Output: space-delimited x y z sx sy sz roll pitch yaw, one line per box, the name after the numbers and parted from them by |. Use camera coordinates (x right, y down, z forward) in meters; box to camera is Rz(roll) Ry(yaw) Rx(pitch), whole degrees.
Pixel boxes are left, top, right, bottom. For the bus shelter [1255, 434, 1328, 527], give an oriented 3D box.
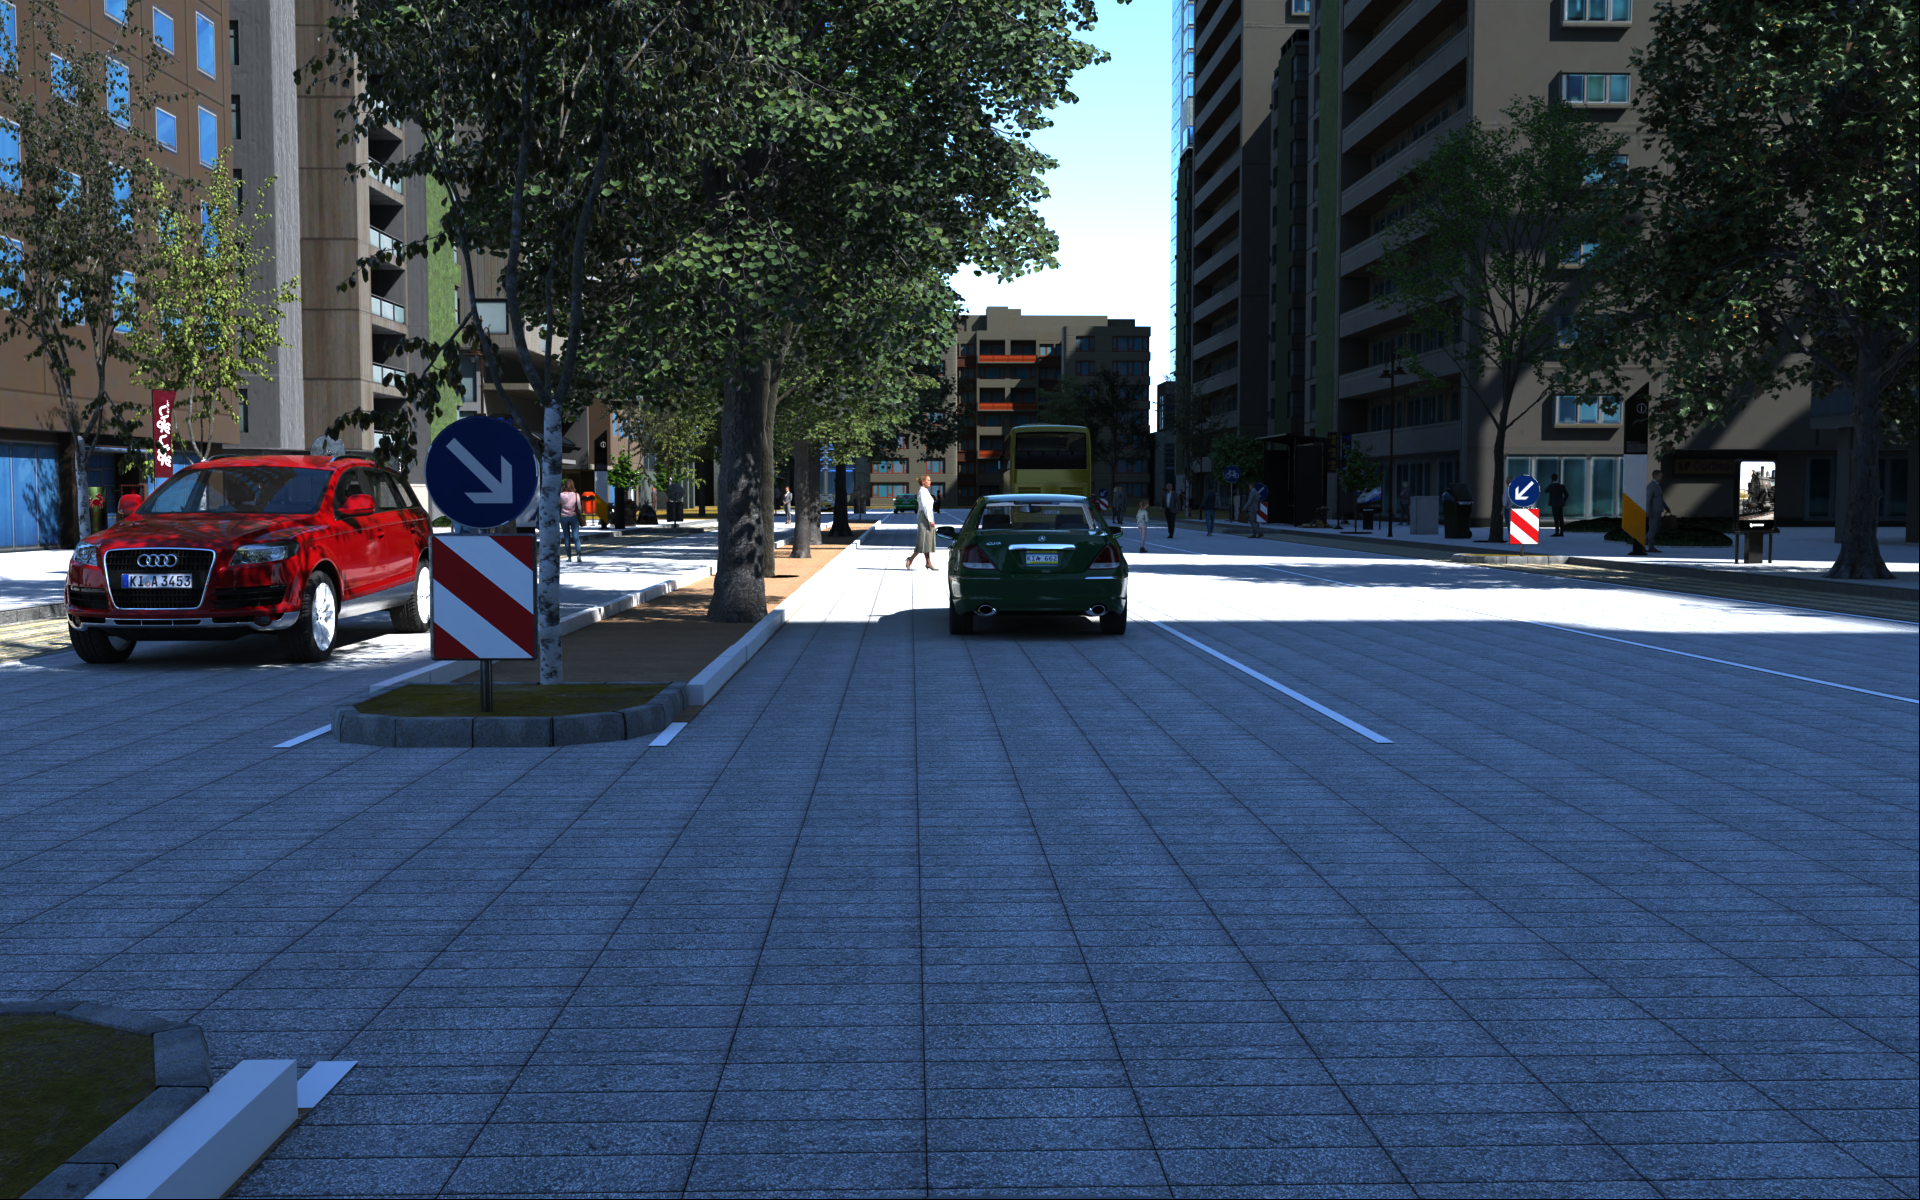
13.427 -4.837 70.370 1.731 3.624 6.357 0 4 -2 | bus shelter

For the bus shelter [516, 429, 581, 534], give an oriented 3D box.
-13.836 -3.817 56.327 2.014 3.302 5.546 0 4 -2 | bus shelter

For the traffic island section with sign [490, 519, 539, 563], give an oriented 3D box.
-9.721 -1.701 36.443 1.989 1.847 2.006 0 4 -2 | traffic island section with sign

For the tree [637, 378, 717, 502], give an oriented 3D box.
-13.727 -8.086 82.570 4.737 8.622 4.395 0 3 0 | tree

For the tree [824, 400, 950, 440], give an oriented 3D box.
-4.549 -8.003 67.718 8.767 10.594 7.601 0 4 -2 | tree

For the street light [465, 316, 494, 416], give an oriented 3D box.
-12.401 -4.417 45.006 0.468 5.910 1.993 0 4 -2 | street light

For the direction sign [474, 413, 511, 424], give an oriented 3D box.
-13.212 -3.468 48.697 0.876 3.537 0.379 0 4 6 | direction sign

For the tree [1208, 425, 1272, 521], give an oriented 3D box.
13.254 -6.017 82.093 4.285 4.588 4.351 0 3 0 | tree

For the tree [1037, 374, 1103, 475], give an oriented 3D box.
10.173 -15.018 163.665 7.486 12.596 7.792 0 3 0 | tree

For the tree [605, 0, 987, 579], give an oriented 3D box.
-3.234 -6.174 29.158 9.928 11.665 9.643 0 3 0 | tree

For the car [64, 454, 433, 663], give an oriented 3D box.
-6.479 -0.471 16.381 2.281 1.827 5.304 0 4 -2 | car

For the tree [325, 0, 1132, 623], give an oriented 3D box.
-2.506 -6.729 19.130 9.857 13.997 8.962 0 3 0 | tree

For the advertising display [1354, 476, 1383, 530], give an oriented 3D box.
14.704 -3.497 62.381 0.974 1.923 0.123 0 4 8 | advertising display

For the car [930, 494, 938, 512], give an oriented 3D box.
-2.668 -7.991 140.446 2.009 1.686 4.222 0 4 -1 | car

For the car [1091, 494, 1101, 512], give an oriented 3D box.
7.010 -5.513 99.179 2.155 1.783 4.494 0 4 -1 | car

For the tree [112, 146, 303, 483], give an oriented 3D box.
-16.304 -5.309 37.172 4.737 8.622 4.395 0 3 0 | tree

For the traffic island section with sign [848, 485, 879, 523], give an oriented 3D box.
-4.982 -4.753 85.843 2.006 1.907 1.989 0 4 -2 | traffic island section with sign

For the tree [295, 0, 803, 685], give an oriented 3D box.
-2.788 -3.601 11.698 4.360 8.622 3.978 0 3 0 | tree

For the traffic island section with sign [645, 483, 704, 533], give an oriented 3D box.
-10.511 -3.381 63.903 1.989 1.847 2.006 0 4 -2 | traffic island section with sign

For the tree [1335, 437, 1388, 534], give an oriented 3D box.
12.728 -3.755 55.996 1.663 3.219 1.824 0 3 0 | tree

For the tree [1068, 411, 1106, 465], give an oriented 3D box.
10.299 -12.029 147.042 4.360 8.622 3.978 0 3 0 | tree

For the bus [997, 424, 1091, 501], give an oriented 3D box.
2.839 -4.175 59.801 2.896 3.916 12.252 0 4 0 | bus

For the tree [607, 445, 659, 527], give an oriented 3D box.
-13.184 -4.507 68.283 1.663 3.219 1.824 0 3 0 | tree

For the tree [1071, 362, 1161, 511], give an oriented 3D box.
10.676 -11.538 123.053 7.601 10.594 8.767 -1 4 -21 | tree

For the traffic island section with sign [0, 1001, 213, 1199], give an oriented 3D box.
-2.593 0.294 3.332 2.006 1.907 1.989 0 4 -2 | traffic island section with sign

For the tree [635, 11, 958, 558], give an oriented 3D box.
-3.648 -7.218 38.606 7.486 12.596 7.792 0 3 0 | tree

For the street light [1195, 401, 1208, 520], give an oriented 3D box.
11.972 -6.920 85.930 0.468 5.910 1.993 0 4 -2 | street light

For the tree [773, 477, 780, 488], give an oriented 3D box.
-16.312 -9.374 147.869 1.663 3.219 1.824 0 3 0 | tree

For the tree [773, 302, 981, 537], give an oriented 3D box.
-4.033 -8.483 58.164 9.611 12.733 9.660 0 3 0 | tree

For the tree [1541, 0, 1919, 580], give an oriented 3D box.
13.857 -6.669 26.054 9.611 12.733 9.660 0 3 0 | tree

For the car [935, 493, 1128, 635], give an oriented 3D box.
0.788 -0.446 19.083 2.131 1.459 4.920 0 4 0 | car

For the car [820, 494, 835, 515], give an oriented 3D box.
-9.440 -6.767 120.866 2.015 1.641 3.980 0 4 -2 | car

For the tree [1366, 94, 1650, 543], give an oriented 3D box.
14.306 -7.318 45.407 9.928 11.665 9.643 0 3 0 | tree

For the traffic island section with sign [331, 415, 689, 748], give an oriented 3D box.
-2.798 -0.159 10.736 2.006 1.907 1.989 0 4 -2 | traffic island section with sign

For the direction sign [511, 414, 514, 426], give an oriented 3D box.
-13.062 -3.516 49.491 0.876 3.537 0.379 2 4 29 | direction sign

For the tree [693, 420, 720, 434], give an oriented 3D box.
-15.016 -13.341 128.493 12.009 13.543 11.850 0 3 0 | tree

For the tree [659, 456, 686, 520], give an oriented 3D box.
-14.808 -5.682 87.501 1.663 3.219 1.824 0 3 0 | tree

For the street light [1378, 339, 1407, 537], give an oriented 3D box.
12.914 -4.834 51.818 0.468 5.910 1.993 0 4 -2 | street light

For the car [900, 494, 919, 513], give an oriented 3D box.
-3.743 -7.614 134.269 2.009 1.686 4.222 0 4 0 | car

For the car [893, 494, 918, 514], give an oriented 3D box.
-4.000 -7.322 128.507 1.959 1.807 4.718 0 4 -1 | car

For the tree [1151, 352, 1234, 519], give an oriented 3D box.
12.140 -8.569 90.466 4.360 8.622 3.978 0 3 0 | tree

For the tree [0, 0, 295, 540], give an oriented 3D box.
-11.947 -4.450 23.114 4.360 8.622 3.978 0 3 0 | tree

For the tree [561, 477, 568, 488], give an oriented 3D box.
-20.108 -5.538 85.148 1.663 3.219 1.824 0 3 0 | tree

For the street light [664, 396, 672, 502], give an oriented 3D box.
-13.272 -6.486 78.828 0.468 5.910 1.993 0 4 -2 | street light

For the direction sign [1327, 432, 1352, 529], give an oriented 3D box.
13.816 -4.351 63.143 0.876 3.537 0.379 2 4 27 | direction sign

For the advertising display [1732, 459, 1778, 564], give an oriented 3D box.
14.655 -1.635 31.941 0.974 1.923 0.123 -2 4 -24 | advertising display
